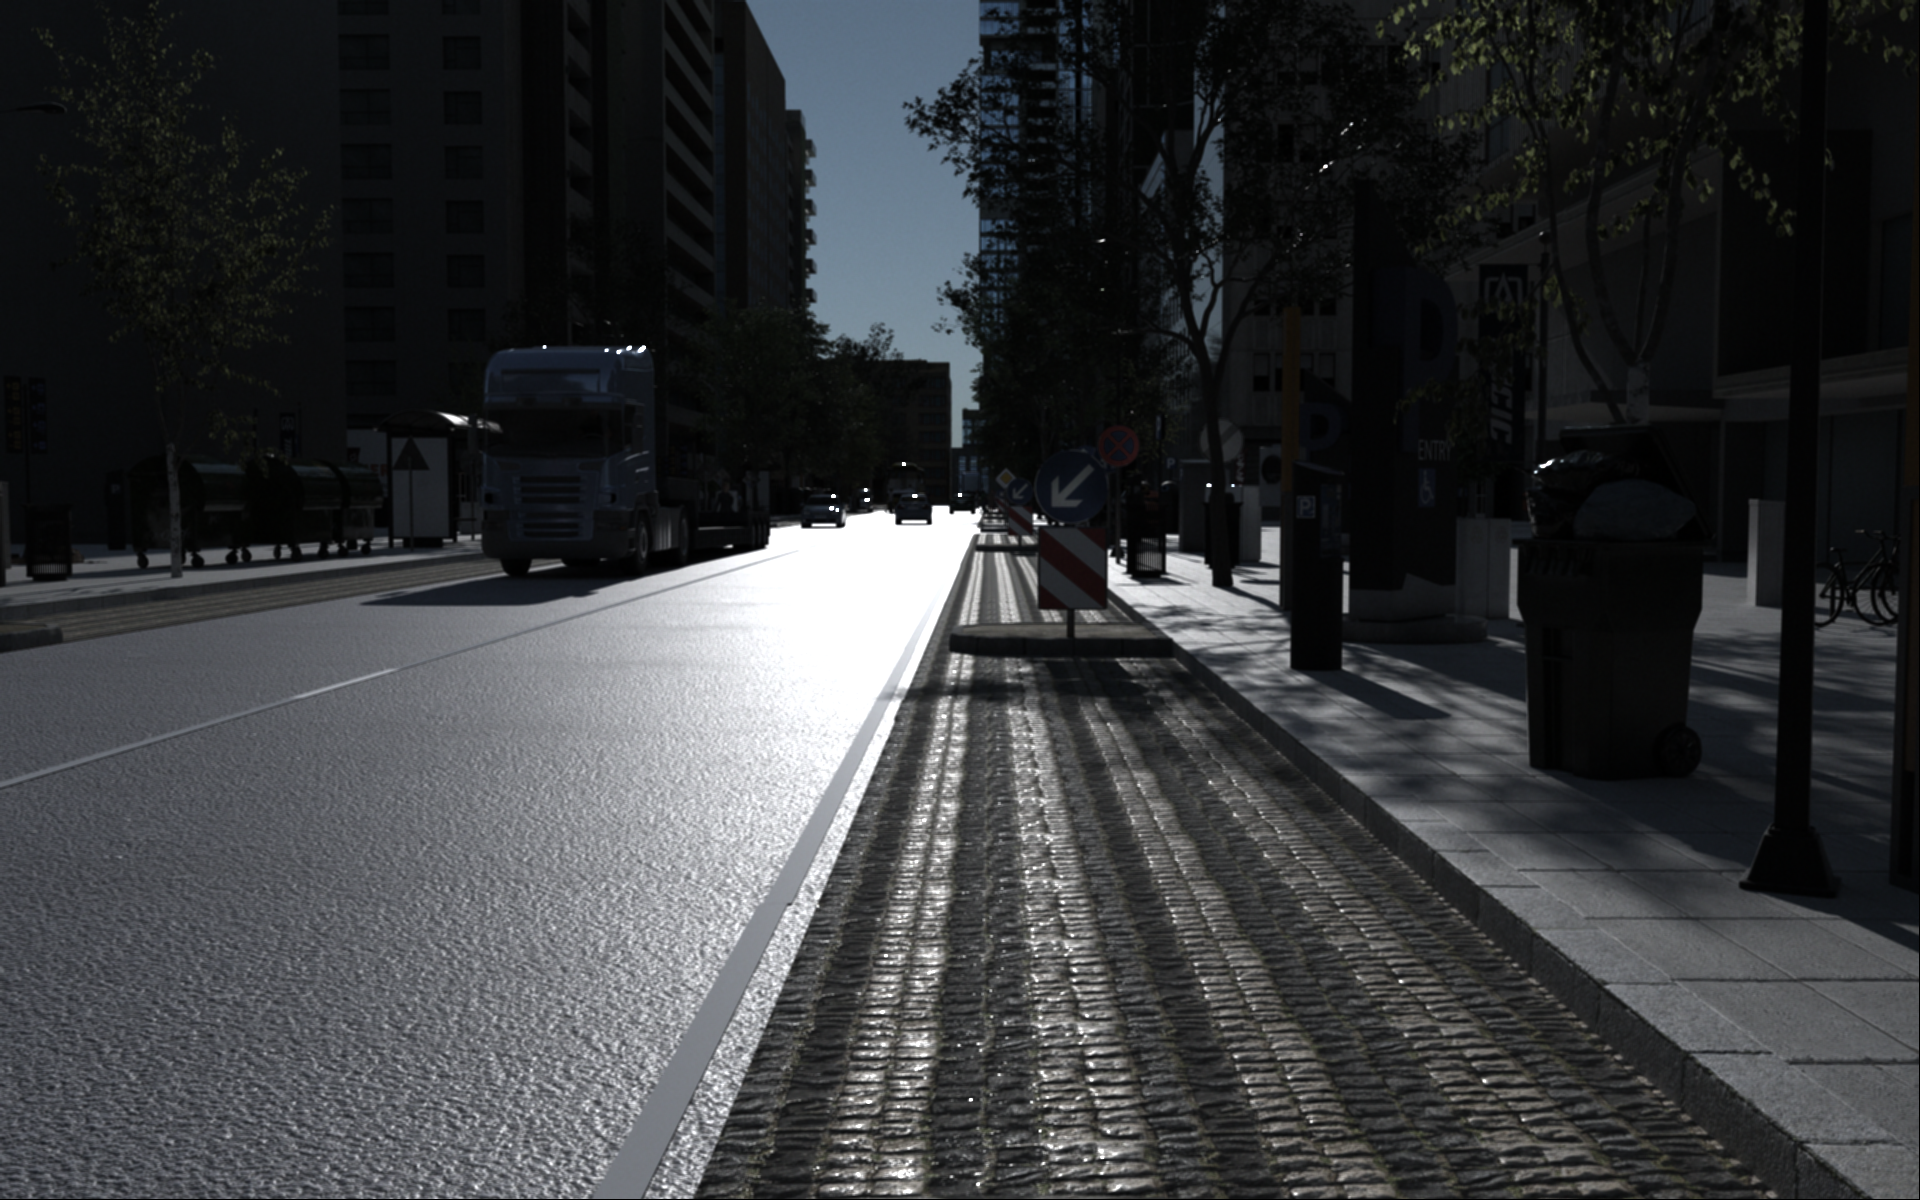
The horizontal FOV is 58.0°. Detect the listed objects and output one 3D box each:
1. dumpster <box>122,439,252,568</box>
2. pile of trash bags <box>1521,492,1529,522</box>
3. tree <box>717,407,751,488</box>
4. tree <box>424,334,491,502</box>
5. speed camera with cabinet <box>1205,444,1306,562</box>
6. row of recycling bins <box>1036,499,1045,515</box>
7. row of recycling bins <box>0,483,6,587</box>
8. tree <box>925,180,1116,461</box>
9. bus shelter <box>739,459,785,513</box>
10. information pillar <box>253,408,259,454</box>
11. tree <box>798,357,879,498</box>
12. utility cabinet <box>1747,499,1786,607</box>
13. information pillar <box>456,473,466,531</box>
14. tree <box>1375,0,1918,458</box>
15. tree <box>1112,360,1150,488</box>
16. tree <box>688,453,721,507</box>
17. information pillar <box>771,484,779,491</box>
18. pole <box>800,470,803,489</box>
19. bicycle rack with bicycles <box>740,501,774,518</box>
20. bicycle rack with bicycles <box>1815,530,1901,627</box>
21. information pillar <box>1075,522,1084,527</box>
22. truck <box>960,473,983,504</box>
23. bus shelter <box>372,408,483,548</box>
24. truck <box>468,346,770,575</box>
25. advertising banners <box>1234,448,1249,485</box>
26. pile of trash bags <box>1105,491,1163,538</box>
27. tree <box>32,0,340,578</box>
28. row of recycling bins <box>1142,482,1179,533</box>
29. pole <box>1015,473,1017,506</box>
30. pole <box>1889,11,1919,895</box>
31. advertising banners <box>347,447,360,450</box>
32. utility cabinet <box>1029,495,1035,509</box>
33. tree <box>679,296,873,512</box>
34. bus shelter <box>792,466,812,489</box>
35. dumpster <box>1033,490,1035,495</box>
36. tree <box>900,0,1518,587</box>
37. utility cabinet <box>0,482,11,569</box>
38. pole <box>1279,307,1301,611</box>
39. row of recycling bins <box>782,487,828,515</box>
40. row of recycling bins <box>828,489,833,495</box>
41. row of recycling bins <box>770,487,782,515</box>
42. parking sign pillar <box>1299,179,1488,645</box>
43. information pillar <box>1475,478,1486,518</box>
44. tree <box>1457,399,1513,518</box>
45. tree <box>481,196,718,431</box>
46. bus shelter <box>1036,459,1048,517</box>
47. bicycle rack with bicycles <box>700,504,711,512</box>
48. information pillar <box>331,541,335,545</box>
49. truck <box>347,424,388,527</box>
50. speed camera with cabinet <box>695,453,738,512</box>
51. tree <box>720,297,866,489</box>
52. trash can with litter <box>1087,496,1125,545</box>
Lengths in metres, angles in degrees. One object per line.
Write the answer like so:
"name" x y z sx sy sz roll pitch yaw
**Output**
"dumpster" -13.676 -1.724 30.679 1.502 2.255 1.985 0 4 1
"pile of trash bags" 27.566 -4.273 79.614 3.447 1.369 1.912 1 4 10
"tree" -18.660 -11.670 141.173 4.737 8.622 4.395 0 3 0
"tree" -22.115 -7.848 78.684 4.737 8.622 4.395 0 3 0
"speed camera with cabinet" 5.533 -2.339 32.576 0.660 3.252 2.038 -3 4 -39
"row of recycling bins" 5.845 -6.360 111.101 1.069 1.692 3.534 -1 4 -20
"row of recycling bins" -14.931 -1.006 23.566 3.534 1.692 1.069 -1 4 -11
"tree" 4.515 -15.347 106.813 12.611 20.169 13.585 0 3 0
"bus shelter" -11.670 -6.631 102.334 2.014 3.302 5.546 0 4 1
"information pillar" -19.062 -3.400 46.950 0.183 3.616 0.504 -1 4 -16
"tree" -10.575 -13.816 144.016 7.486 12.596 7.792 0 3 0
"utility cabinet" 9.419 -0.555 20.231 0.306 1.237 1.020 1 4 19
"information pillar" -17.267 -3.382 59.788 0.304 2.012 0.304 2 4 26
"tree" 3.990 -3.647 9.986 4.360 8.622 3.978 0 3 0
"tree" 9.542 -8.437 88.308 4.360 8.622 3.978 0 3 0
"tree" -11.776 -5.320 81.578 1.663 3.219 1.824 0 3 0
"information pillar" -13.369 -7.297 123.801 0.304 2.012 0.304 -3 5 -44
"pole" -11.075 -7.774 120.954 0.158 3.312 0.155 0 3 0
"bicycle rack with bicycles" -11.441 -4.959 94.454 2.852 0.926 2.925 -2 4 -34
"bicycle rack with bicycles" 9.474 -0.195 16.569 2.925 0.926 2.852 0 4 -3
"information pillar" 3.242 -2.637 47.606 0.304 2.012 0.304 3 4 38
"truck" 1.360 -13.523 210.856 2.967 4.110 18.799 0 4 1
"bus shelter" -12.834 -3.046 43.732 2.014 3.302 5.546 0 4 1
"truck" -6.594 -2.916 37.437 2.967 4.110 18.799 0 4 2
"advertising banners" 9.927 -4.266 65.944 2.074 3.025 0.090 0 4 4
"pile of trash bags" 5.127 -2.505 50.702 1.912 1.369 3.447 -1 4 -16
"tree" -11.861 -4.637 26.183 4.360 8.622 3.978 0 3 0
"row of recycling bins" 7.225 -3.053 57.029 3.534 1.692 1.069 2 4 33
"pole" 4.671 -9.221 144.609 0.158 3.312 0.155 0 3 0
"pole" 3.140 -0.714 5.525 0.158 3.312 0.155 0 3 0
"advertising banners" -23.516 -4.204 64.919 2.074 3.025 0.090 0 4 -7
"utility cabinet" 5.851 -8.142 144.287 1.020 1.237 0.306 1 4 9
"tree" -10.813 -10.107 91.005 9.928 11.665 9.643 0 3 0
"bus shelter" -11.839 -8.149 127.157 2.014 3.302 5.546 0 4 1
"dumpster" 6.086 -8.565 145.798 1.264 1.857 1.865 0 4 1
"tree" 3.610 -5.488 24.135 8.767 10.594 7.601 -1 4 -11
"utility cabinet" -16.632 -1.258 29.249 1.173 1.500 0.318 1 4 15
"pole" 3.617 -1.537 18.980 0.158 3.312 0.155 0 3 0
"row of recycling bins" -10.765 -6.822 118.645 1.069 1.692 3.534 2 4 34
"row of recycling bins" -11.432 -8.463 145.486 1.069 1.692 3.534 1 4 10
"row of recycling bins" -12.867 -6.409 111.906 1.069 1.692 3.534 1 4 17
"parking sign pillar" 3.957 -1.644 15.353 1.447 3.967 1.447 3 5 40
"information pillar" 21.999 -4.202 73.202 0.304 2.012 0.304 3 5 39
"tree" 17.267 -4.630 59.421 4.285 4.588 4.351 0 3 0
"tree" -11.560 -7.395 55.315 8.767 10.594 7.601 1 4 14
"bus shelter" 5.190 -6.079 93.310 2.014 3.302 5.546 0 4 1
"bicycle rack with bicycles" -16.077 -6.461 119.024 2.925 0.926 2.852 2 4 26
"information pillar" -16.020 -2.406 43.830 0.304 2.012 0.304 0 4 -4
"truck" -26.534 -4.990 70.506 11.283 4.237 2.839 0 4 3
"speed camera with cabinet" -11.779 -5.452 83.478 2.038 3.252 0.660 -1 4 -14
"tree" -10.994 -12.560 112.007 9.857 13.997 8.962 0 3 0
"trash can with litter" 3.531 -1.954 43.337 0.624 1.170 1.055 2 4 34
